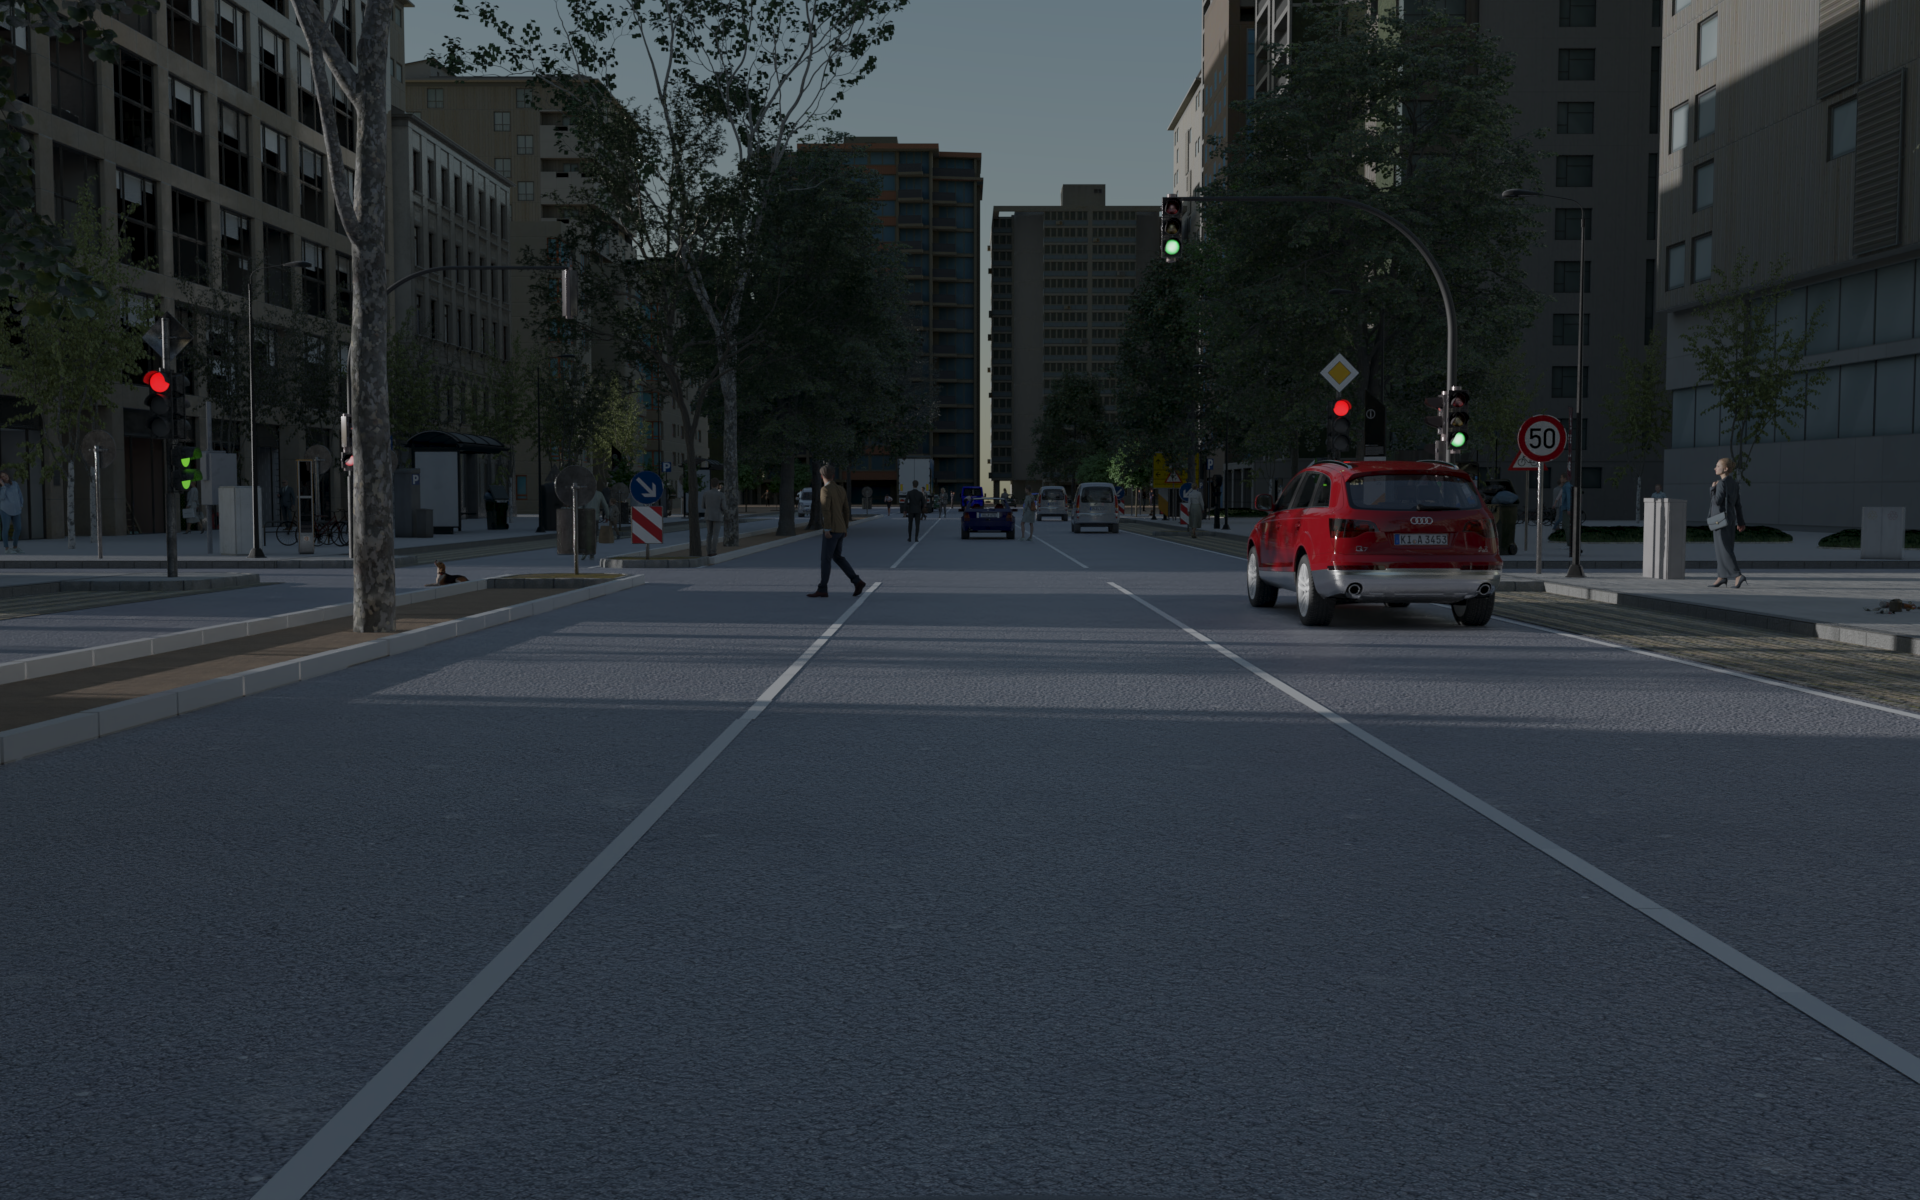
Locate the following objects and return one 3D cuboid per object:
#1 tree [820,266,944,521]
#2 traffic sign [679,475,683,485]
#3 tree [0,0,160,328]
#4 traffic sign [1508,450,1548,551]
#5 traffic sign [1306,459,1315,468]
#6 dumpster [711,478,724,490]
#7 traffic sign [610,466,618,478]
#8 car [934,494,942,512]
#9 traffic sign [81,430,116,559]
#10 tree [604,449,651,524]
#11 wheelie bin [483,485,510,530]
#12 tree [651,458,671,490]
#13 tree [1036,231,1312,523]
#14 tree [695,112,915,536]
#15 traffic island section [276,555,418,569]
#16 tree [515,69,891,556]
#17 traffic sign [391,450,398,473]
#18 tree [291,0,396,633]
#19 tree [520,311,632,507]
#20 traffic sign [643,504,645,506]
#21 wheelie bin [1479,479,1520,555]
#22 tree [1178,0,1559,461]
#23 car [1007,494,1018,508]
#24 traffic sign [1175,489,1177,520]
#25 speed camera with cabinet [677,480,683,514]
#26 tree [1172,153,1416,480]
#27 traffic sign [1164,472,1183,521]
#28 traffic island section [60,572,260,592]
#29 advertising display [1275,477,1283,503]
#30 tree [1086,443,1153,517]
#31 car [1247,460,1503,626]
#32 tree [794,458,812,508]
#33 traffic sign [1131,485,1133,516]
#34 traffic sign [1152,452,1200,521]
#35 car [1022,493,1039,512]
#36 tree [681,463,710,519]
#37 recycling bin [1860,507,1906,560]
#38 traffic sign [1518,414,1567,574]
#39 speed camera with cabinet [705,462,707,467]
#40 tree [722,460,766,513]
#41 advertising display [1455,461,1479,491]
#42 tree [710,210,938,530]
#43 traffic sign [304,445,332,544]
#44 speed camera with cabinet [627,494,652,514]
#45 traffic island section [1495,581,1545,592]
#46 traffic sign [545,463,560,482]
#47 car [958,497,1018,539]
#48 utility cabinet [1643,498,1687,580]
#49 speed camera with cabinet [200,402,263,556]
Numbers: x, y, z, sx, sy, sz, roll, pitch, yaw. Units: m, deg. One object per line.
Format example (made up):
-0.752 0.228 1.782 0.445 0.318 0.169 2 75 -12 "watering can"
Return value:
-5.918 -10.959 92.006 12.009 13.543 11.850 0 3 0 "tree"
-17.065 -6.568 107.496 0.768 2.556 0.104 0 4 8 "traffic sign"
-6.257 -5.940 6.238 9.857 13.997 8.962 0 3 0 "tree"
12.792 -2.390 39.079 0.884 2.594 0.081 0 4 4 "traffic sign"
13.084 -3.909 63.652 0.795 2.593 0.064 0 4 6 "traffic sign"
-14.484 -6.333 106.038 1.502 2.255 1.985 0 3 0 "dumpster"
-16.033 -4.963 80.877 0.795 2.593 0.064 0 4 1 "traffic sign"
-2.397 -7.992 142.473 2.131 1.459 4.920 0 4 -2 "car"
-17.065 -2.092 34.309 0.768 2.556 0.104 1 4 10 "traffic sign"
-14.460 -4.879 74.369 1.663 3.219 1.824 0 3 0 "tree"
-16.698 -3.327 62.311 0.693 1.594 0.980 3 5 40 "wheelie bin"
-15.067 -5.460 83.871 1.663 3.219 1.824 0 3 0 "tree"
10.232 -9.723 75.976 9.611 12.733 9.660 0 3 0 "tree"
-5.954 -9.158 58.853 9.857 13.997 8.962 0 3 0 "tree"
-12.173 -0.764 34.770 2.009 0.180 2.903 0 4 0 "traffic island section"
-5.603 -6.120 36.929 8.767 10.594 7.601 0 4 0 "tree"
-15.891 -2.919 47.838 0.768 2.556 0.104 0 4 7 "traffic sign"
-7.288 -9.779 18.227 12.611 20.169 13.585 0 3 0 "tree"
-15.035 -7.155 67.354 4.360 8.622 3.978 0 3 0 "tree"
-15.914 -5.203 87.191 0.606 2.300 0.079 0 4 4 "traffic sign"
11.293 -1.740 36.353 0.693 1.594 0.980 -2 4 -34 "wheelie bin"
10.536 -8.427 44.438 9.857 13.997 8.962 0 3 0 "tree"
5.150 -10.663 184.133 2.009 1.686 4.222 0 4 2 "car"
10.474 -5.135 84.065 0.768 2.556 0.104 0 4 5 "traffic sign"
-17.262 -6.993 108.668 0.660 3.252 2.038 0 4 2 "speed camera with cabinet"
10.238 -7.814 53.519 9.928 11.665 9.643 0 3 0 "tree"
10.258 -5.093 83.277 0.884 2.594 0.081 0 4 3 "traffic sign"
-12.194 -0.275 26.785 2.009 0.180 2.903 0 4 0 "traffic island section"
12.381 -3.797 67.299 0.123 1.923 0.974 1 4 22 "advertising display"
9.853 -6.886 96.299 4.285 4.588 4.351 0 3 0 "tree"
4.724 -0.715 20.368 2.281 1.827 5.304 0 4 -1 "car"
-14.772 -10.543 156.084 4.285 4.588 4.351 0 3 0 "tree"
10.224 -6.294 103.006 0.768 2.556 0.104 0 4 5 "traffic sign"
10.441 -5.496 83.733 2.265 3.308 0.079 1 4 9 "traffic sign"
5.259 -6.700 119.131 1.945 1.707 3.694 0 4 -2 "car"
-14.196 -5.890 90.899 1.663 3.219 1.824 0 3 0 "tree"
18.248 -1.326 34.236 0.722 1.027 0.722 2 4 32 "recycling bin"
9.299 -1.691 27.748 0.768 2.556 0.104 0 4 4 "traffic sign"
-15.882 -7.014 109.017 0.660 3.252 2.038 1 4 13 "speed camera with cabinet"
-15.007 -8.383 120.776 4.285 4.588 4.351 0 3 0 "tree"
9.645 -1.753 33.875 0.974 1.923 0.123 0 4 -2 "advertising display"
-5.715 -9.128 68.706 9.611 12.733 9.660 0 3 0 "tree"
-16.533 -2.720 44.585 0.768 2.556 0.104 1 4 9 "traffic sign"
-16.706 -5.749 88.330 0.660 3.252 2.038 3 5 43 "speed camera with cabinet"
7.548 -0.272 26.731 2.009 0.180 2.903 0 4 0 "traffic island section"
-17.140 -4.484 73.311 0.884 2.594 0.081 0 4 1 "traffic sign"
0.906 -2.661 56.082 1.945 1.354 3.894 0 4 1 "car"
10.768 -0.936 26.460 0.306 1.237 1.020 0 4 2 "utility cabinet"
-15.463 -2.592 36.721 0.660 3.252 2.038 -3 5 -42 "speed camera with cabinet"
